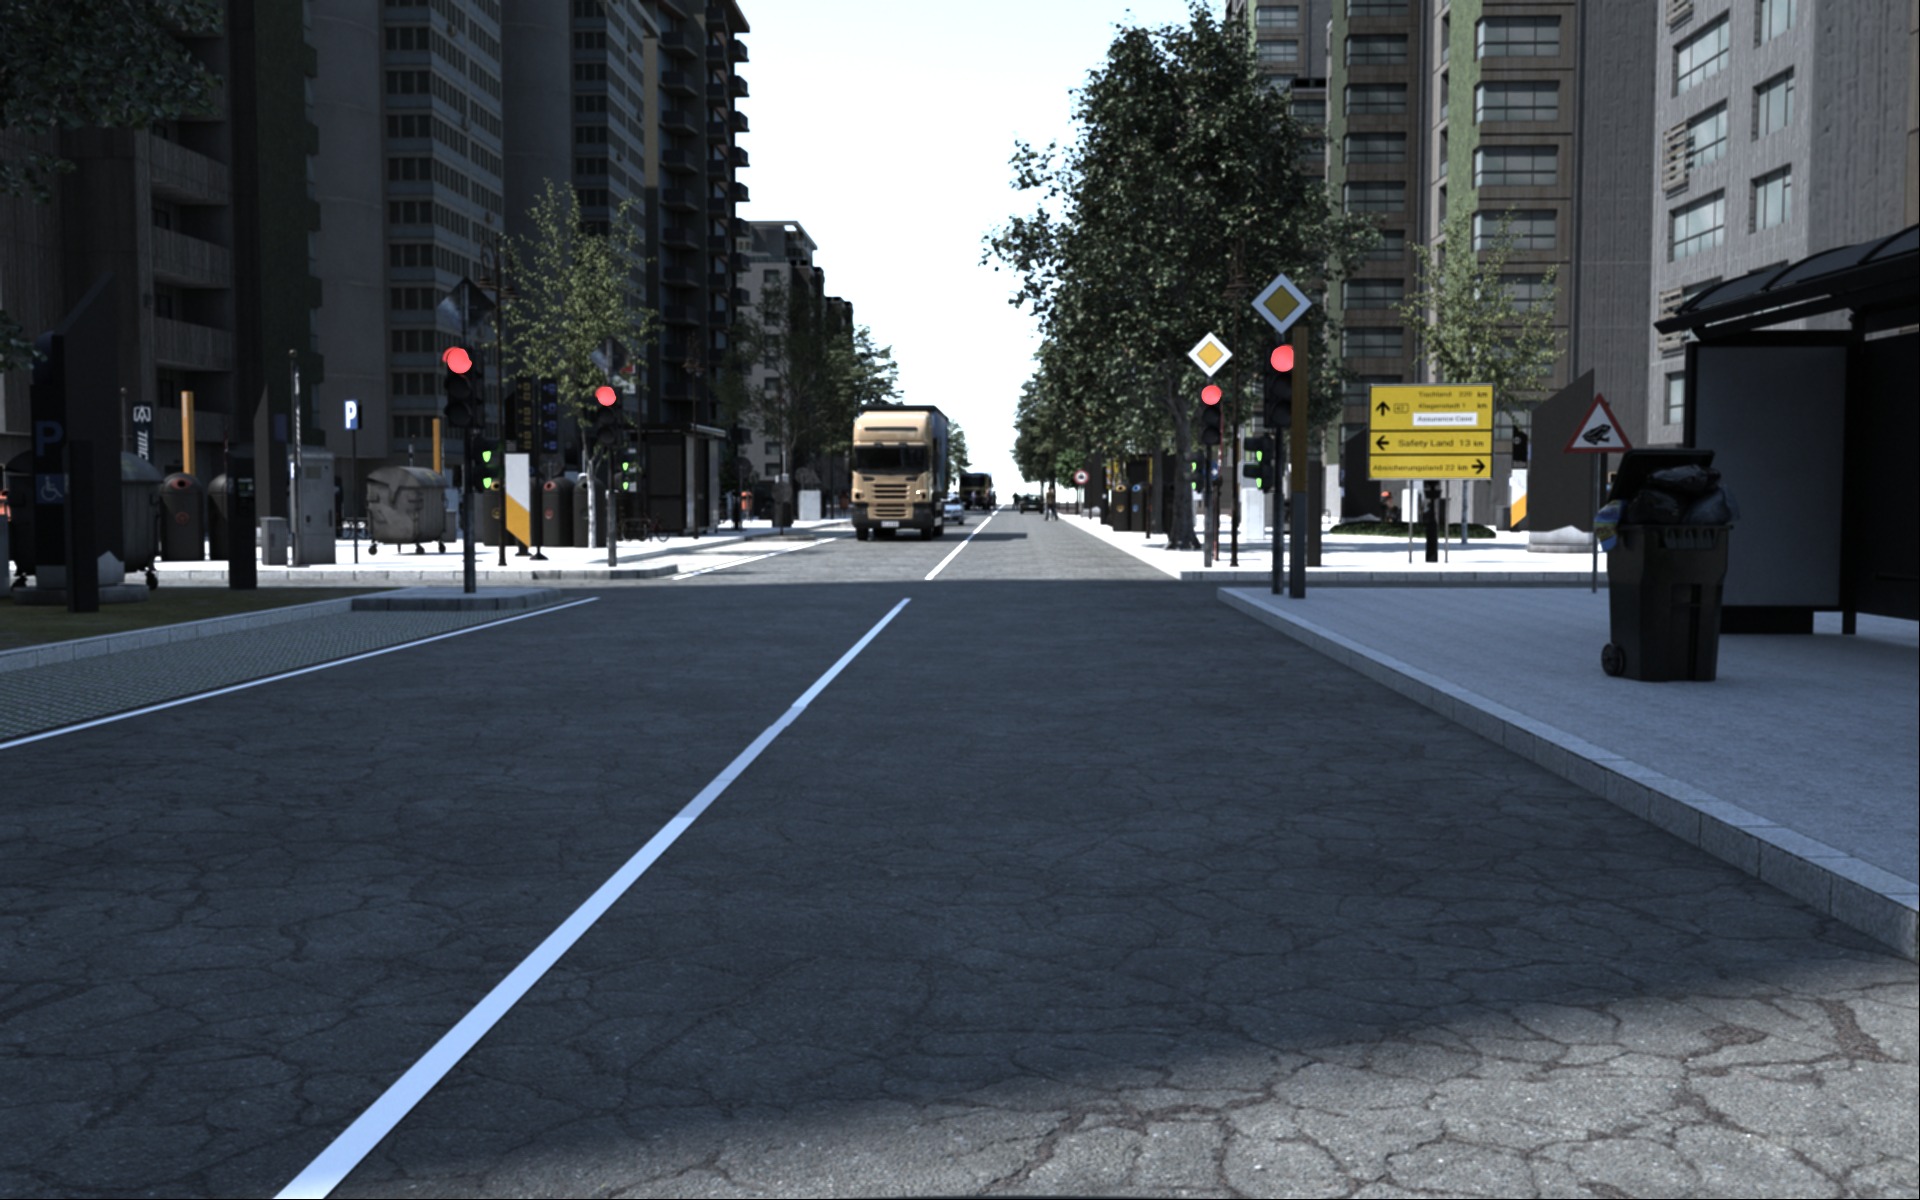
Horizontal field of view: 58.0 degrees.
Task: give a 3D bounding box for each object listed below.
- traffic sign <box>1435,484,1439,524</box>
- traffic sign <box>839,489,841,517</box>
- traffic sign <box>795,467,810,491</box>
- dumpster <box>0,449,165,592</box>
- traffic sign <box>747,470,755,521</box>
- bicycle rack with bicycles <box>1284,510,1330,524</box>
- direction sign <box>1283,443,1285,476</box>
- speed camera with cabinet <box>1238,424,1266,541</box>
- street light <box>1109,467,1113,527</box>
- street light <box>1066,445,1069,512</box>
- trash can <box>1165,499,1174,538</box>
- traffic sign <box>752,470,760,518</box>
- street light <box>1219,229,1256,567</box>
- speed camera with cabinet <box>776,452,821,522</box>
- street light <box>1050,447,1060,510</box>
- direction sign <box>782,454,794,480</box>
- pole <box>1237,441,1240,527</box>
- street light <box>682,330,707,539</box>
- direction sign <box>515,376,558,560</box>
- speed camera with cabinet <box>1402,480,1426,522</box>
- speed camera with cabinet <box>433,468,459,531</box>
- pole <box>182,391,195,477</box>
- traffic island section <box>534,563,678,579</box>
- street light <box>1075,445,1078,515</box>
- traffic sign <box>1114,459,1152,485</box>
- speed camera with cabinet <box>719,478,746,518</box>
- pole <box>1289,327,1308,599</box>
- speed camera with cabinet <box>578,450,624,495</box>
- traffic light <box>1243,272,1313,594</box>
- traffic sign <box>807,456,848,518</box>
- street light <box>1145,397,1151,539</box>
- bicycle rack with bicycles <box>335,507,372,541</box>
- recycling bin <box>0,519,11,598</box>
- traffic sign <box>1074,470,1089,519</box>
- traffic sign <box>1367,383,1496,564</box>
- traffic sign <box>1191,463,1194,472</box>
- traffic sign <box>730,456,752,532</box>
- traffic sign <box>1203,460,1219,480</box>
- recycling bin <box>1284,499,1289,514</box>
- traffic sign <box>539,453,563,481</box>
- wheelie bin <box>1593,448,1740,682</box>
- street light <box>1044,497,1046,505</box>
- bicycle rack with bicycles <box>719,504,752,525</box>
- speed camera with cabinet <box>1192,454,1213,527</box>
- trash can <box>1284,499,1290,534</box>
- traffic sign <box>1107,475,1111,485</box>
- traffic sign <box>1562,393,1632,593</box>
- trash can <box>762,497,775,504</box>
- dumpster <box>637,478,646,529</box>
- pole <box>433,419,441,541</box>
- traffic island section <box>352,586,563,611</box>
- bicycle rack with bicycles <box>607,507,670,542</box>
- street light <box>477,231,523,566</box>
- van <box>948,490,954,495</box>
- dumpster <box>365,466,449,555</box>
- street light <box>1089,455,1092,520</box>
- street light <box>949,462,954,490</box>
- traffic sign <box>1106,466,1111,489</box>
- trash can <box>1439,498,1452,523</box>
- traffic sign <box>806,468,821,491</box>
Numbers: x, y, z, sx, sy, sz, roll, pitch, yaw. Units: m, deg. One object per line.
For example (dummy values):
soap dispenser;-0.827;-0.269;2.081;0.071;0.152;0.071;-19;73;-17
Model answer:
traffic sign;9.236;-2.045;33.542;0.768;2.556;0.104;0;4;5
traffic sign;-6.749;-5.958;97.520;0.768;2.556;0.104;0;4;7
traffic sign;-7.480;-5.022;82.208;0.768;2.556;0.104;1;4;10
dumpster;-11.366;-1.024;22.496;1.264;1.857;1.865;0;4;2
traffic sign;-9.966;-4.959;81.187;0.768;2.556;0.104;0;4;5
bicycle rack with bicycles;14.417;-3.677;73.504;2.852;0.926;2.925;-1;4;-17
direction sign;14.234;-5.170;76.533;0.379;3.537;0.876;1;4;22
speed camera with cabinet;8.179;-3.311;48.474;0.660;3.252;2.038;0;4;4
street light;5.955;-5.812;67.821;0.468;5.910;1.993;0;4;2
street light;7.763;-9.309;124.982;0.468;5.910;1.993;0;4;2
trash can;6.024;-2.208;47.749;0.748;1.137;0.748;0;3;0
traffic sign;-10.998;-5.613;91.876;0.768;2.556;0.104;0;4;7
street light;4.856;-3.529;30.493;0.468;5.910;1.993;0;4;2
speed camera with cabinet;-7.570;-5.304;81.054;2.038;3.252;0.660;-1;4;-17
street light;8.898;-11.584;162.183;0.468;5.910;1.993;0;4;2
direction sign;-9.801;-6.512;98.473;0.876;3.537;0.379;2;4;25
pole;10.715;-4.473;66.979;0.158;3.312;0.155;0;3;0
street light;-7.499;-4.662;49.011;0.468;5.910;1.993;0;4;2
direction sign;-8.203;-2.546;33.618;0.876;3.537;0.379;-3;5;-42
speed camera with cabinet;16.706;-4.238;63.631;0.660;3.252;2.038;1;4;23
speed camera with cabinet;-17.887;-4.035;60.310;0.660;3.252;2.038;-2;4;-24
pole;-15.352;-2.487;34.509;0.158;3.312;0.155;0;3;0
traffic island section;-6.143;-0.504;30.515;2.009;0.180;2.903;0;4;2
street light;7.054;-8.075;104.817;0.468;5.910;1.993;0;4;2
traffic sign;9.795;-6.383;98.241;2.265;3.308;0.079;0;4;3
speed camera with cabinet;-12.478;-5.983;92.163;2.038;3.252;0.660;-1;4;-19
pole;4.155;-1.676;21.249;0.158;3.312;0.155;0;3;0
speed camera with cabinet;-16.244;-5.130;78.216;2.038;3.252;0.660;1;4;13
traffic light;4.053;-2.029;22.089;0.839;4.253;0.868;0;4;2
traffic sign;-7.191;-6.115;93.847;2.265;3.308;0.079;1;4;8
street light;5.392;-4.692;49.494;0.468;5.910;1.993;0;4;2
bicycle rack with bicycles;-16.500;-2.149;48.523;2.925;0.926;2.852;1;4;22
recycling bin;-12.184;-0.530;21.224;0.722;1.027;0.722;0;4;-1
traffic sign;6.332;-5.523;90.409;0.768;2.556;0.104;1;4;10
traffic sign;8.652;-2.325;31.892;2.265;3.308;0.079;1;4;9
traffic sign;8.112;-3.765;61.660;0.768;2.556;0.104;0;4;5
traffic sign;-7.352;-3.545;58.069;0.768;2.556;0.104;0;4;6
traffic sign;9.358;-3.960;64.847;0.768;2.556;0.104;1;4;9
recycling bin;14.861;-4.178;80.864;0.722;1.027;0.722;-3;5;-44
traffic sign;-11.919;-3.076;50.397;0.768;2.556;0.104;0;4;4
wheelie bin;4.931;-0.251;12.016;0.980;1.594;0.693;0;4;-6
street light;10.331;-14.402;208.264;0.468;5.910;1.993;0;4;2
bicycle rack with bicycles;-10.318;-3.678;73.515;2.852;0.926;2.925;3;5;43
speed camera with cabinet;9.004;-4.462;67.293;0.660;3.252;2.038;-2;4;-28
trash can;10.336;-2.663;55.191;0.748;1.137;0.748;0;3;0
traffic sign;8.604;-6.267;102.474;0.884;2.594;0.081;0;4;4
traffic sign;8.233;-1.370;22.397;0.884;2.594;0.081;0;4;8
trash can;-9.926;-4.787;89.920;0.748;1.137;0.748;0;3;0
dumpster;-10.968;-3.445;62.092;1.264;1.857;1.865;0;4;2
pole;-14.189;-3.254;47.054;0.158;3.312;0.155;0;3;0
traffic island section;-6.393;-0.015;22.534;2.009;0.180;2.903;0;4;2
bicycle rack with bicycles;-9.443;-2.013;46.290;2.852;0.926;2.925;-3;4;-38
street light;-8.155;-3.541;30.687;0.468;5.910;1.993;0;4;2
van;-1.366;-10.337;176.020;2.013;2.044;4.112;0;4;1
dumpster;-11.780;-1.904;36.886;1.264;1.857;1.865;0;4;2
street light;6.526;-6.954;86.489;0.468;5.910;1.993;0;4;2
street light;-1.379;-16.687;245.622;0.468;5.910;1.993;0;4;2
traffic sign;9.069;-6.799;105.036;2.265;3.308;0.079;0;4;2
trash can;16.298;-2.884;58.815;0.748;1.137;0.748;0;3;0
traffic sign;-7.432;-5.340;87.308;0.884;2.594;0.081;0;4;7
